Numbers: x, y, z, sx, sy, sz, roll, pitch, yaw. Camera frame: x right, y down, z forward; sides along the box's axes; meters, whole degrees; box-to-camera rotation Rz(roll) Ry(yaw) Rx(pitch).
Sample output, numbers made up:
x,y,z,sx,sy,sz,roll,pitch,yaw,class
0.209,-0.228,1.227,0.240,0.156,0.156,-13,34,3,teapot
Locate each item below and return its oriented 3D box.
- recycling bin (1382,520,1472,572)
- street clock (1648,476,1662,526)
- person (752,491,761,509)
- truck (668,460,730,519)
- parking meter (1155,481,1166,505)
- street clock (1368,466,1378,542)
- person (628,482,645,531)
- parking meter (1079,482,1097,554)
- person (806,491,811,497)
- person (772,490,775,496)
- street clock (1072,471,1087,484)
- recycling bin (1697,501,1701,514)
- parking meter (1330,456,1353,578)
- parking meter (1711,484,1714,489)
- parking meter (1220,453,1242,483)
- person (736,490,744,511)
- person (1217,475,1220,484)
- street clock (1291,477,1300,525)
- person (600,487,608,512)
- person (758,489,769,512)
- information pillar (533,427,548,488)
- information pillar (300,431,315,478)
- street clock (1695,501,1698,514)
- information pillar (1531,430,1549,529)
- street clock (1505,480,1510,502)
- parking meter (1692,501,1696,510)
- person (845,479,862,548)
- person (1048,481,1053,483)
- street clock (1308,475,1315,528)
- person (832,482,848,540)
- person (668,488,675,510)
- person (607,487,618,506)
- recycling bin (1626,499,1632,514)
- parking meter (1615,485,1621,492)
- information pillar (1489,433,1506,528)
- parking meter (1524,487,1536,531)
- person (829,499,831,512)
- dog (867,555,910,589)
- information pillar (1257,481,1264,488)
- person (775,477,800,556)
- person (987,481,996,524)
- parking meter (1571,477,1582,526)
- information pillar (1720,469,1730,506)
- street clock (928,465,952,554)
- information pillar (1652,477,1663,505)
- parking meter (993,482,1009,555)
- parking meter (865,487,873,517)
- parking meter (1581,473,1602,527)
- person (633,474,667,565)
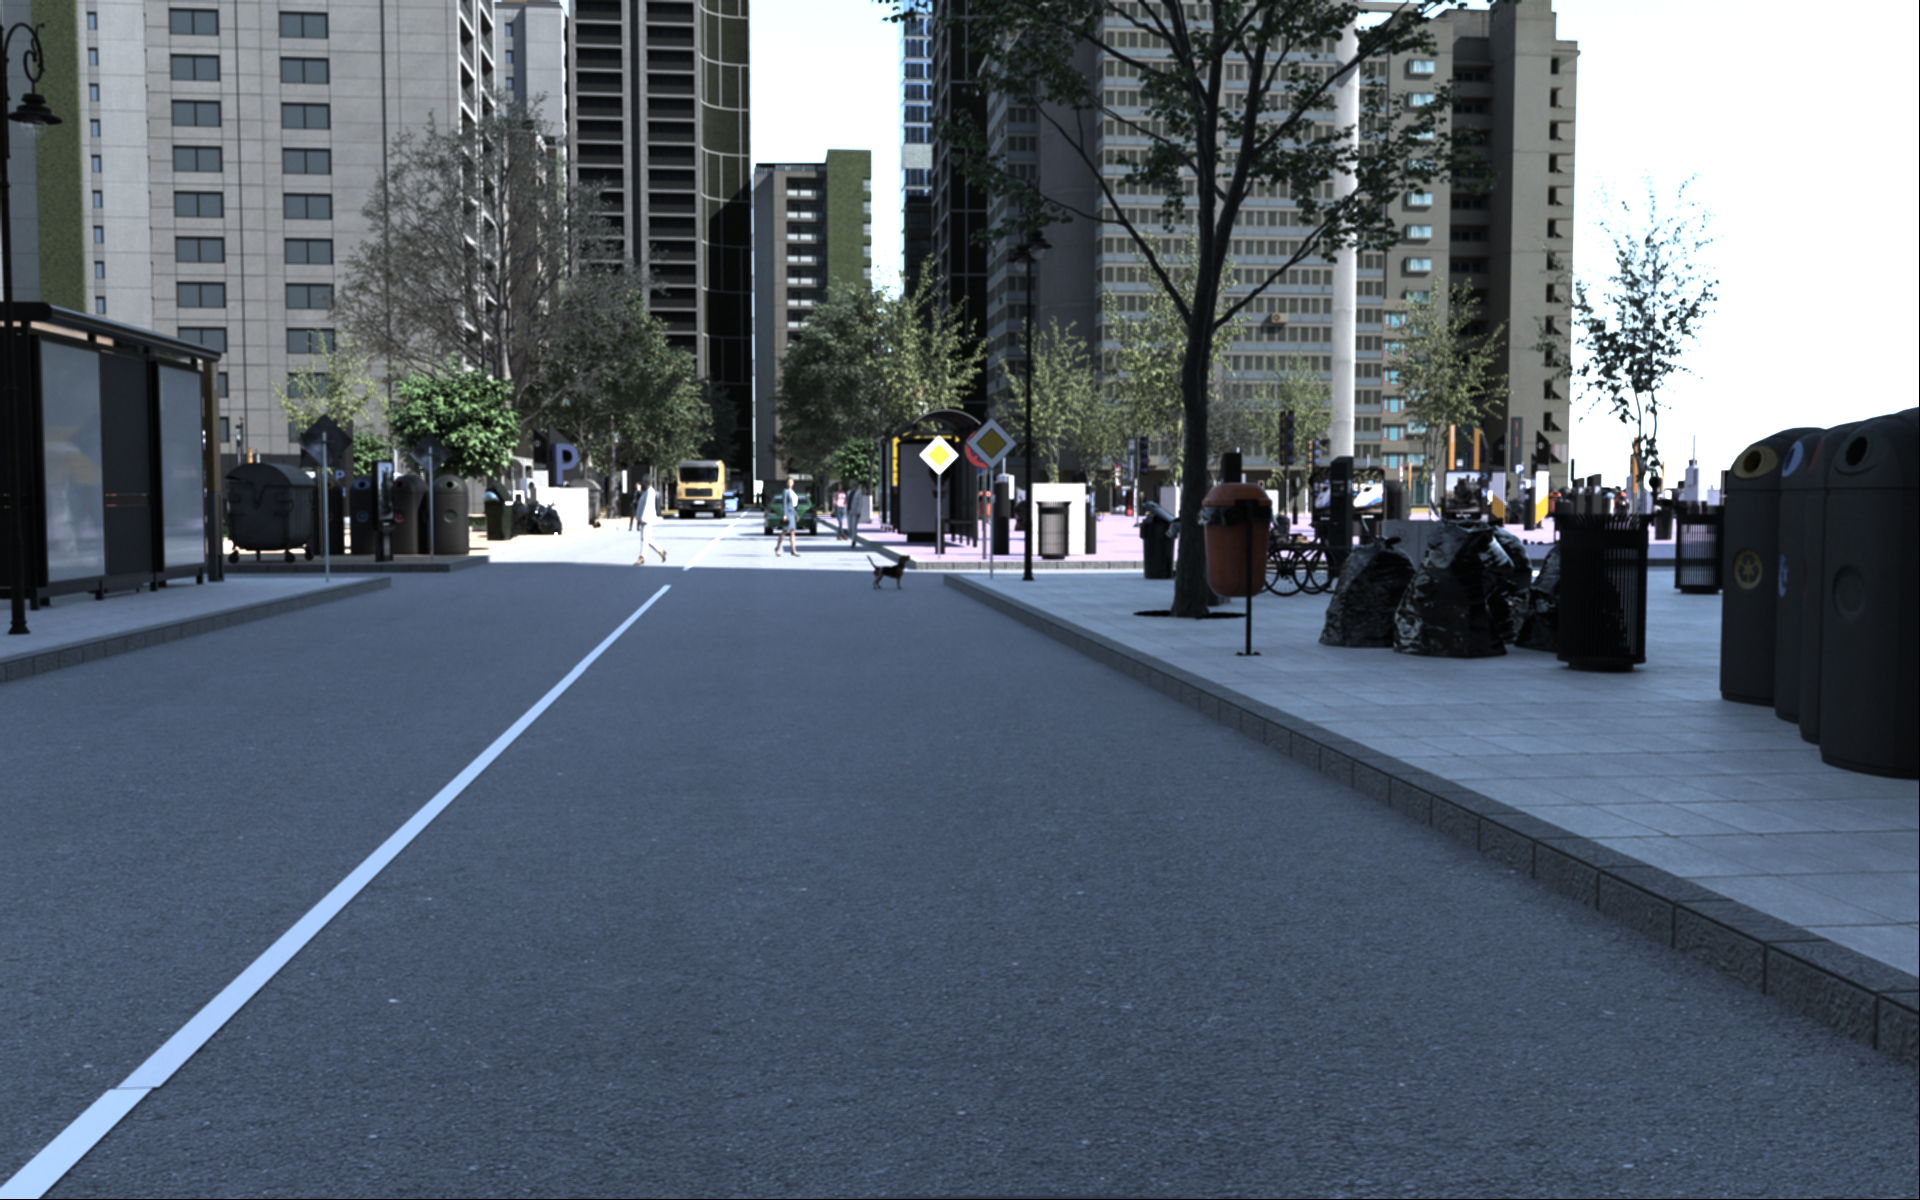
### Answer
x,y,z,sx,sy,sz,roll,pitch,yaw,class
4.491,-0.251,16.666,0.722,1.027,0.722,2,4,27,recycling bin
27.501,-3.914,68.568,0.358,2.002,0.471,-3,4,-36,street clock
-20.006,-9.906,171.199,1.217,1.736,0.721,1,4,13,person
-15.104,-6.451,101.406,3.469,3.379,9.791,0,4,-6,truck
8.953,-4.345,76.748,0.255,1.863,0.399,2,4,25,parking meter
10.624,-2.447,44.576,0.358,2.002,0.471,0,4,7,street clock
-12.581,-3.641,67.387,0.648,1.900,0.474,0,4,-8,person
2.721,-1.742,36.899,0.372,1.533,0.369,0,3,0,parking meter
-16.762,-11.102,190.800,1.217,1.735,0.721,-1,4,-12,person
-18.751,-10.093,173.605,0.705,1.814,1.350,-1,4,-9,person
3.819,-3.111,55.434,0.358,2.002,0.471,3,5,44,street clock
43.614,-5.458,101.790,0.722,1.027,0.722,-1,4,-12,recycling bin
5.862,-1.279,26.630,0.255,1.863,0.399,2,4,31,parking meter
38.454,-5.090,88.926,0.255,1.863,0.399,-2,4,-32,parking meter
3.846,-1.157,24.621,0.255,1.863,0.399,0,4,-1,parking meter
-19.144,-8.647,149.892,0.705,1.822,1.348,-3,4,-36,person
8.509,-3.103,56.137,0.474,1.900,0.648,-1,4,-19,person
13.983,-4.136,72.201,0.358,2.002,0.471,2,4,32,street clock
-26.019,-7.302,125.436,1.348,1.824,0.705,0,4,-1,person
-16.123,-8.185,141.961,0.705,1.869,1.348,3,4,36,person
-14.767,-4.257,60.958,0.504,3.616,0.183,0,4,4,information pillar
-24.330,-4.479,64.587,0.504,3.616,0.183,0,4,-2,information pillar
40.805,-5.590,95.972,0.358,2.002,0.471,-2,4,-31,street clock
21.401,-4.427,63.733,0.504,3.616,0.183,-1,4,-13,information pillar
28.383,-5.228,90.053,0.358,2.002,0.471,-1,4,-11,street clock
37.762,-5.118,89.389,0.399,1.863,0.255,-3,5,-40,parking meter
-2.817,-2.308,46.119,0.514,1.842,0.818,1,4,11,person
3.515,-3.622,65.534,0.573,1.790,0.520,-2,4,-31,person
13.326,-3.701,65.077,0.471,2.002,0.358,2,4,25,street clock
-3.762,-2.786,54.067,0.555,1.821,0.388,-3,5,-44,person
-23.707,-8.296,142.399,0.721,1.743,1.217,1,4,9,person
-21.779,-6.310,109.991,1.217,1.735,0.721,0,4,-5,person
39.463,-5.486,102.247,0.722,1.027,0.722,0,4,-3,recycling bin
42.527,-6.494,111.881,0.399,1.863,0.255,2,4,29,parking meter
20.631,-4.583,66.282,0.504,3.616,0.183,1,4,23,information pillar
20.028,-3.210,60.891,0.372,1.533,0.369,0,3,0,parking meter
-9.032,-7.114,122.359,1.348,1.823,0.705,1,4,13,person
-1.081,-0.428,26.282,0.540,0.507,0.406,-3,4,-38,dog
16.987,-5.724,98.078,0.304,2.012,0.304,-1,4,-14,information pillar
-3.960,-1.916,39.851,0.654,1.822,0.581,3,5,40,person
1.427,-4.108,73.305,0.850,1.850,0.679,-2,4,-27,person
21.169,-3.280,59.333,0.399,1.863,0.255,-1,4,-20,parking meter
22.760,-2.872,51.450,0.304,2.012,0.304,1,4,11,information pillar
-0.424,-1.972,36.804,0.471,2.002,0.358,-1,4,-9,street clock
29.381,-4.189,72.988,0.304,2.012,0.304,-2,4,-32,information pillar
0.857,-1.722,36.563,0.372,1.533,0.369,0,3,0,parking meter
-4.839,-5.288,92.176,0.255,1.863,0.399,-2,4,-31,parking meter
17.641,-2.601,48.240,0.399,1.863,0.255,-2,4,-24,parking meter
-6.270,-1.633,35.073,0.818,1.842,0.514,-2,4,-34,person
